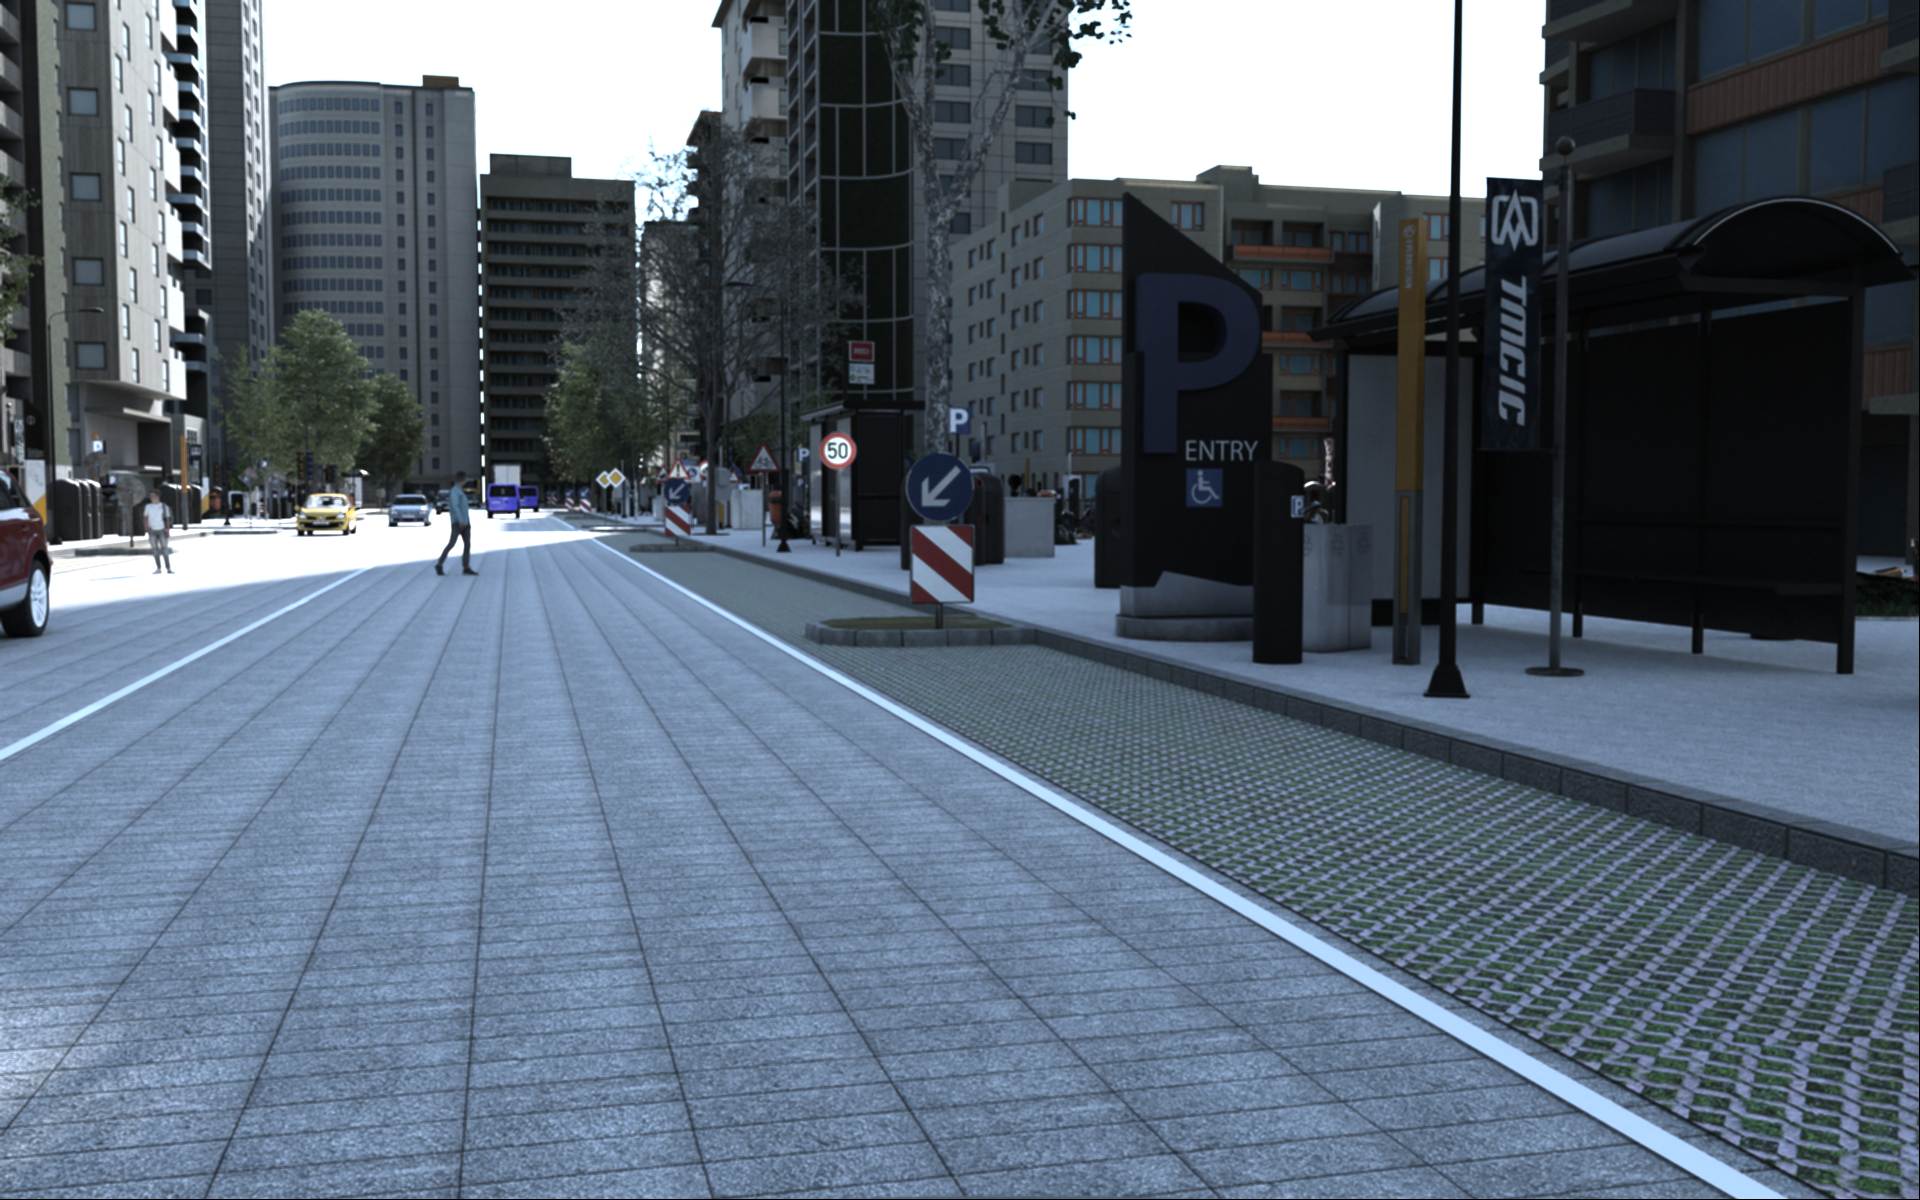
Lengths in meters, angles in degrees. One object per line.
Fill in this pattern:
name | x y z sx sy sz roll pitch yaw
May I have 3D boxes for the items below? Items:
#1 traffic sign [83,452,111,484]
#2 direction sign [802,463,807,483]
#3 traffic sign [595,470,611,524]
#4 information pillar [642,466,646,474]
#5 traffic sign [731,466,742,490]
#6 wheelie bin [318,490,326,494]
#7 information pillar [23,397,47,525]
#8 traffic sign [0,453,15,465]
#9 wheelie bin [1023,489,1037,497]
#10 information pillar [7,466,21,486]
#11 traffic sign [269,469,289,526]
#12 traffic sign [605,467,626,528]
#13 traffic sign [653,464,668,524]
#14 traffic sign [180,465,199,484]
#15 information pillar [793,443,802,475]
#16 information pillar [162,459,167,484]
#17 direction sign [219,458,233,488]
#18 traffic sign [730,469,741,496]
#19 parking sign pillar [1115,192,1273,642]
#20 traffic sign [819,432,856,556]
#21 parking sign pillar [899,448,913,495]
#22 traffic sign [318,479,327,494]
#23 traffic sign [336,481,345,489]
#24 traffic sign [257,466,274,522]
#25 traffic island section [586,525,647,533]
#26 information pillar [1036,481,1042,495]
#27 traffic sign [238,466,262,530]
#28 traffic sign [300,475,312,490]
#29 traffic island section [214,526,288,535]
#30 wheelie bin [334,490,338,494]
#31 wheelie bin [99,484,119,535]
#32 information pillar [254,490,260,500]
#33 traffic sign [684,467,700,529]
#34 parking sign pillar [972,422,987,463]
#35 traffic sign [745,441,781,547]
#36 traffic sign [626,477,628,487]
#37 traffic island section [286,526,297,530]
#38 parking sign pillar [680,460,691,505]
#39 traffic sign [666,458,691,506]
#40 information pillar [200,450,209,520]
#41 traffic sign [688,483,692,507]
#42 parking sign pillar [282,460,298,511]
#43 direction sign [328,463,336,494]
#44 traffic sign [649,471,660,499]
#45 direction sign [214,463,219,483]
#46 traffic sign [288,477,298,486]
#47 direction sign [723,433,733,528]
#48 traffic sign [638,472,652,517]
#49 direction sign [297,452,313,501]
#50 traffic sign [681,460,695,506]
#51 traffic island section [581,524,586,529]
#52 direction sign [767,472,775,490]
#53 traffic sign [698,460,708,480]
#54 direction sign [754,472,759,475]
traffic sign | -25.946 -3.180 52.105 0.768 2.556 0.104 -1 4 -12
direction sign | -11.435 -8.095 124.345 0.876 3.537 0.379 1 4 8
traffic sign | -14.981 -4.248 73.096 0.795 2.450 0.064 -1 4 -14
information pillar | -26.331 -9.347 144.183 0.183 3.616 0.504 2 4 27
traffic sign | -10.429 -4.873 79.773 0.768 2.556 0.104 0 4 -6
wheelie bin | -49.986 -7.810 135.598 0.980 1.594 0.693 0 4 3
information pillar | -22.382 -3.090 41.881 0.183 3.616 0.504 2 4 26
traffic sign | -29.378 -3.260 53.412 0.768 2.556 0.104 -1 4 -8
wheelie bin | 4.002 -5.568 98.947 0.693 1.594 0.980 3 5 43
information pillar | -24.688 -2.492 45.243 0.304 2.012 0.304 -2 4 -29
traffic sign | -27.472 -4.053 69.903 0.795 2.450 0.064 -1 4 -14
traffic sign | -12.984 -3.775 65.364 0.795 2.450 0.064 -1 4 -14
traffic sign | -12.780 -4.565 74.647 0.884 2.594 0.081 -1 4 -13
traffic sign | -33.836 -4.647 76.079 0.768 2.556 0.104 0 4 -7
information pillar | -7.419 -5.376 79.247 0.183 3.616 0.504 3 4 36
information pillar | -53.349 -7.633 116.160 0.504 3.616 0.183 3 5 44
direction sign | -45.838 -7.131 108.585 0.876 3.537 0.379 2 4 34
traffic sign | -10.143 -4.687 76.638 0.884 2.594 0.081 -1 4 -10
parking sign pillar | 2.131 -1.659 15.599 1.447 3.967 1.447 -1 4 -12
traffic sign | -2.509 -2.169 35.568 0.768 2.556 0.104 0 4 -5
parking sign pillar | -2.977 -6.530 95.233 1.447 3.967 1.447 -3 4 -36
traffic sign | -49.467 -8.136 134.211 0.795 2.450 0.064 -1 4 -10
traffic sign | -48.450 -8.156 135.477 0.606 2.300 0.079 -1 4 -9
traffic sign | -31.526 -4.802 78.624 0.768 2.556 0.104 -1 4 -12
traffic island section | -12.963 -2.640 65.446 2.009 0.180 2.903 -1 4 -14
information pillar | 4.565 -5.832 99.849 0.304 2.012 0.304 0 4 -8
traffic sign | -25.475 -3.580 62.171 0.795 2.450 0.064 -1 4 -14
traffic sign | -43.601 -7.056 115.476 0.768 2.556 0.104 -1 4 -12
traffic island section | -25.496 -2.443 62.227 2.009 0.180 2.903 -1 4 -14
wheelie bin | -43.772 -6.992 122.233 0.693 1.594 0.980 2 4 34
wheelie bin | -26.841 -2.851 54.529 0.980 1.594 0.693 -2 4 -34
information pillar | -54.540 -7.941 134.332 0.304 2.012 0.304 0 4 3
traffic sign | -9.789 -3.743 63.328 0.606 2.300 0.079 -1 4 -9
parking sign pillar | 0.739 -4.624 64.079 1.447 3.967 1.447 0 4 7
traffic sign | -4.798 -2.588 42.312 0.884 2.594 0.081 -1 4 -13
traffic sign | -25.381 -8.027 131.339 0.768 2.556 0.104 -1 4 -11
traffic island section | -27.493 -2.916 69.959 2.009 0.180 2.903 -1 4 -14
parking sign pillar | -21.603 -9.143 137.964 1.447 3.967 1.447 -1 4 -22
traffic sign | -10.028 -3.772 61.676 0.884 2.594 0.081 0 4 -7
information pillar | -37.614 -5.799 86.168 0.504 3.616 0.183 1 4 18
traffic sign | -15.516 -6.128 100.299 0.768 2.556 0.104 -1 4 -13
parking sign pillar | -51.667 -8.852 133.201 1.447 3.967 1.447 -3 5 -44
direction sign | -41.756 -7.532 115.142 0.876 3.537 0.379 3 4 39
traffic sign | -16.437 -5.715 93.547 0.768 2.556 0.104 -1 4 -10
direction sign | -53.534 -8.158 125.381 0.876 3.537 0.379 0 4 -6
traffic sign | -49.561 -7.867 128.729 0.768 2.556 0.104 -1 4 -9
direction sign | -8.706 -4.471 65.096 0.379 3.537 0.876 -2 4 -30
traffic sign | -17.891 -6.040 98.753 0.884 2.594 0.081 0 4 -7
direction sign | -35.687 -6.267 94.465 0.379 3.537 0.876 3 5 39
traffic sign | -10.164 -3.917 64.150 0.768 2.556 0.104 -1 4 -8
traffic island section | -14.960 -3.113 73.179 2.009 0.180 2.903 -1 4 -14
direction sign | -15.187 -8.996 139.087 0.379 3.537 0.876 3 4 38
traffic sign | -9.330 -3.914 64.096 0.768 2.556 0.104 -1 4 -10
direction sign | -12.191 -6.839 103.816 0.379 3.537 0.876 -2 4 -28
